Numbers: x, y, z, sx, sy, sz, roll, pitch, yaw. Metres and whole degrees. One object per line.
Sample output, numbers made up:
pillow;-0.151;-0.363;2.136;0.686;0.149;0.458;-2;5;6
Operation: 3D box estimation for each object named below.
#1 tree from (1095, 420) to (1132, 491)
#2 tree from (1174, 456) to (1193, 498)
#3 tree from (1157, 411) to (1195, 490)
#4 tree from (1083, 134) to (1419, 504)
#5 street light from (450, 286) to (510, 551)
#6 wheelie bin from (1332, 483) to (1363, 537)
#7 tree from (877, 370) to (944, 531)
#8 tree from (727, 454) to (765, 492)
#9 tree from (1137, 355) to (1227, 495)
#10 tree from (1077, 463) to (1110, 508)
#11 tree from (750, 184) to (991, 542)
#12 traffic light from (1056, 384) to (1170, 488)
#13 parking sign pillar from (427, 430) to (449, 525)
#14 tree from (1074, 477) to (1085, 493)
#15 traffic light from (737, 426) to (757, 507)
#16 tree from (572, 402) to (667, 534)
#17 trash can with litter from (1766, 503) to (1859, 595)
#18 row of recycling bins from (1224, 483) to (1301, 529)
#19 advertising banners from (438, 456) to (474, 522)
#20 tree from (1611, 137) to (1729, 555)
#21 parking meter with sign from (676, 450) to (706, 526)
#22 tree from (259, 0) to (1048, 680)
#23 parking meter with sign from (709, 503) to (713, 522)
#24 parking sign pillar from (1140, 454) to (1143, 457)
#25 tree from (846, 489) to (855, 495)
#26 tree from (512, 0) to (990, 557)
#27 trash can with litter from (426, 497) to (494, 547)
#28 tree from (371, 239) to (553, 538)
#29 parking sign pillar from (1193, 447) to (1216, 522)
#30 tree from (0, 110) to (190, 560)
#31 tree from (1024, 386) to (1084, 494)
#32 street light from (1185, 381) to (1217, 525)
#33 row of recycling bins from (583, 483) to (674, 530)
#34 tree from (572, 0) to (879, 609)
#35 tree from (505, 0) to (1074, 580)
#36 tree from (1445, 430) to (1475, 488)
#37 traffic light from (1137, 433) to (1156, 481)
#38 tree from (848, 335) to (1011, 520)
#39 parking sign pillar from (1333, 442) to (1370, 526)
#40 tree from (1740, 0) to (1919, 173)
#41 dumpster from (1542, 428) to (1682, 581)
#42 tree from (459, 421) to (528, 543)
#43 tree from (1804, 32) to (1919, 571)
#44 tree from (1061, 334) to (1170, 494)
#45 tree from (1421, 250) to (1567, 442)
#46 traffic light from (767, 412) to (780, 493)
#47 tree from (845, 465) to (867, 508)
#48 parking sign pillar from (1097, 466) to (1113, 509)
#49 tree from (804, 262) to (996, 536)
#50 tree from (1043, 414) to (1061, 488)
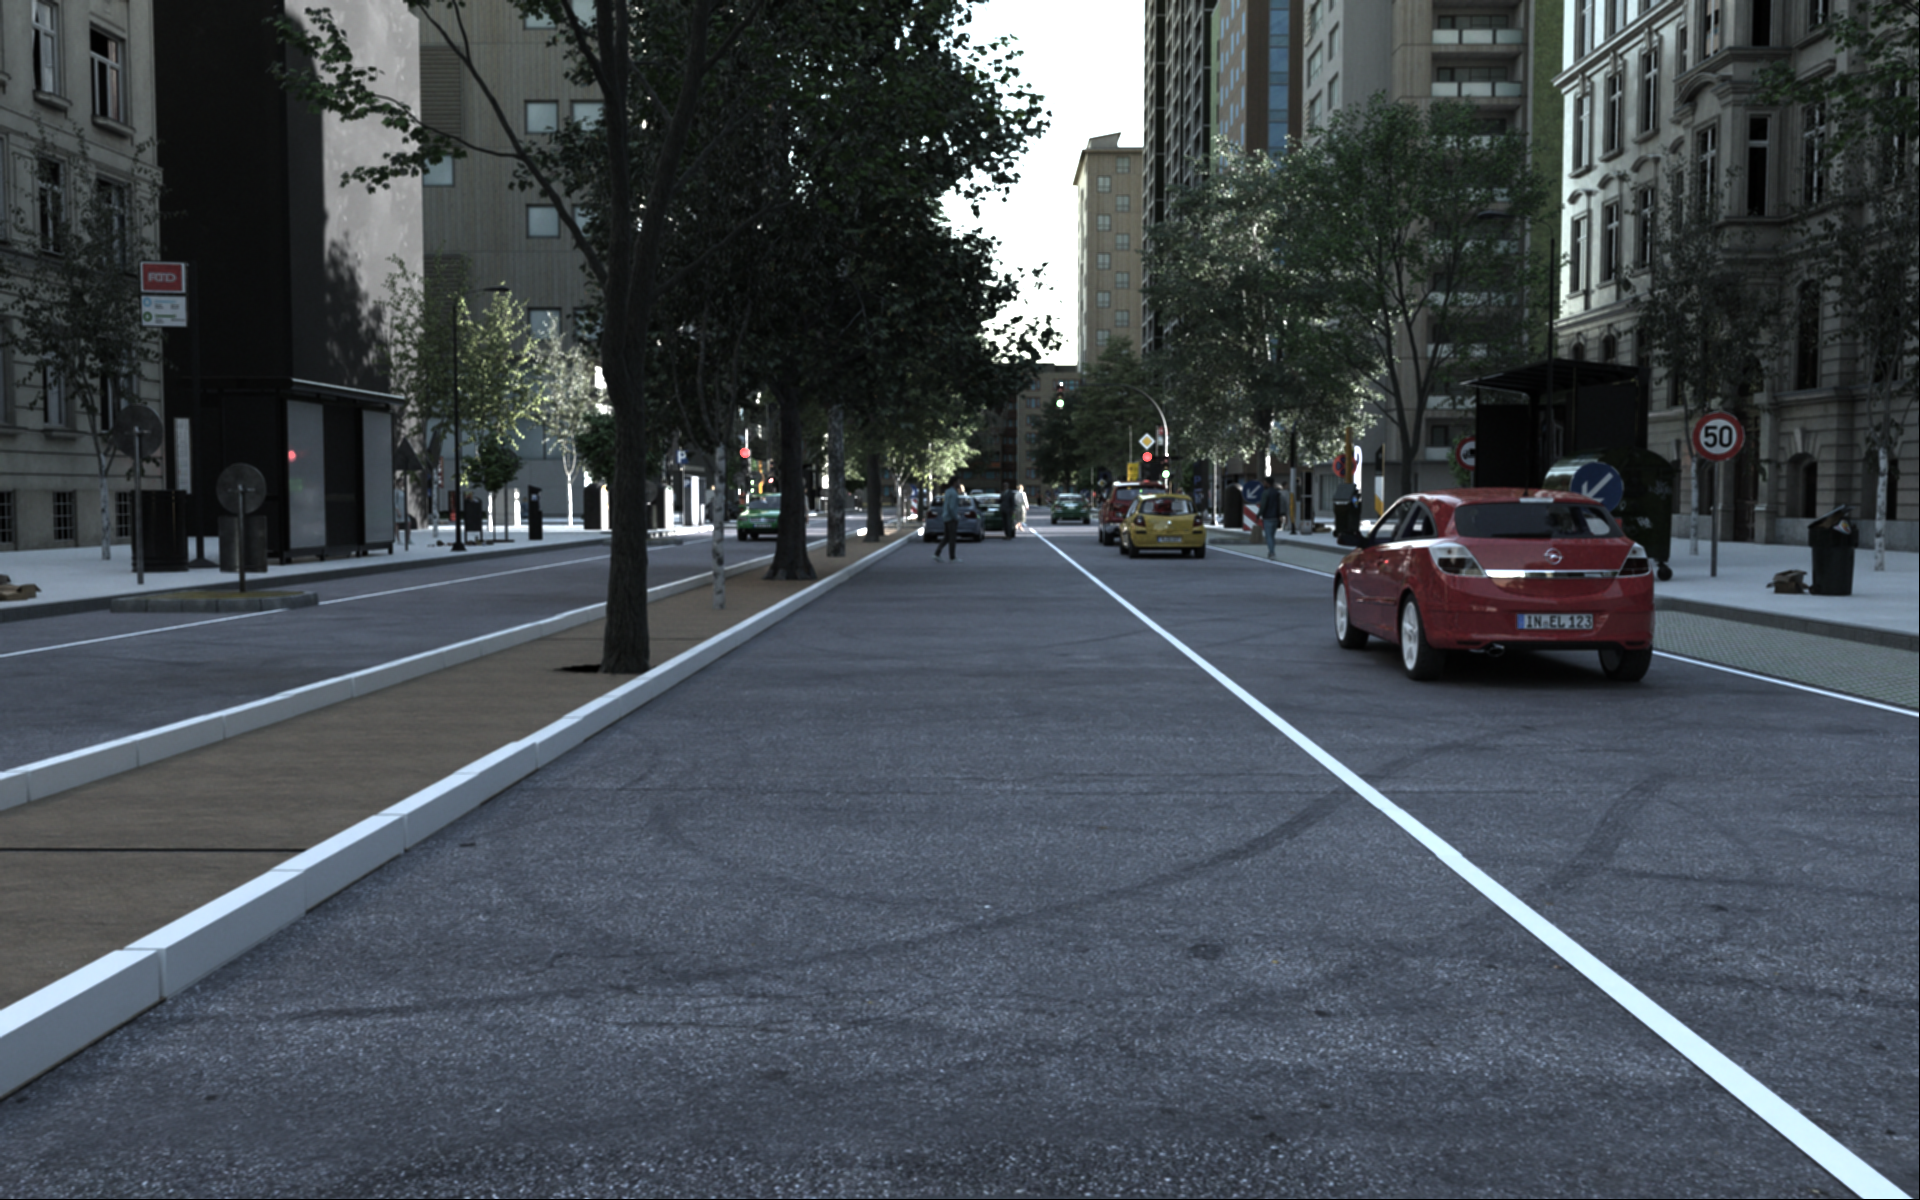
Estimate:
tree;12.579;-11.652;140.880;4.360;8.622;3.978;0;3;0
tree;11.019;-5.441;83.561;1.663;3.219;1.824;0;3;0
tree;18.032;-11.703;141.700;4.737;8.622;4.395;0;3;0
tree;10.998;-9.488;61.787;9.857;13.997;8.962;0;3;0
street light;-10.758;-4.055;38.839;1.470;5.913;1.316;0;4;1
wheelie bin;11.420;-2.642;51.103;0.693;1.594;0.980;-3;5;-42
tree;-2.325;-6.973;66.829;4.737;8.622;4.395;0;3;0
tree;-16.079;-8.806;127.695;4.285;4.588;4.351;0;3;0
tree;11.643;-8.490;89.177;4.360;8.622;3.978;0;3;0
tree;12.549;-10.874;161.508;4.285;4.588;4.351;0;3;0
tree;-2.711;-8.014;51.607;7.486;12.596;7.792;0;3;0
traffic light;6.331;-5.914;71.364;4.771;5.953;1.251;0;4;1
parking sign pillar;-22.070;-5.116;72.125;1.447;3.967;1.447;0;4;-4
tree;12.415;-11.094;175.991;1.663;3.219;1.824;0;3;0
traffic light;-8.836;-5.064;71.714;0.839;4.253;0.868;0;4;1
tree;-11.090;-4.469;56.789;4.285;4.588;4.351;0;3;0
trash can with litter;10.877;-0.656;22.111;1.055;1.170;0.624;3;5;44
row of recycling bins;11.459;-3.544;65.052;3.534;1.692;1.069;3;5;40
advertising banners;-23.534;-5.156;80.492;0.090;3.025;2.074;3;5;45
tree;15.415;-5.232;35.903;4.360;8.622;3.978;0;3;0
parking meter with sign;-10.742;-4.461;69.202;0.543;3.016;1.738;1;4;14
tree;-2.568;-5.211;13.415;9.928;11.665;9.643;0;3;0
parking meter with sign;-11.994;-5.084;79.383;1.738;3.016;0.543;0;4;-1
parking sign pillar;11.879;-7.816;116.262;1.447;3.967;1.447;2;4;30
tree;-10.469;-10.777;170.805;1.663;3.219;1.824;0;3;0
tree;-4.027;-11.096;39.761;12.611;20.169;13.585;0;3;0
trash can with litter;-12.522;-1.967;43.213;1.678;1.210;2.233;2;4;33
tree;-15.395;-6.159;51.065;4.737;8.622;4.395;0;3;0
parking sign pillar;11.256;-5.653;80.901;1.447;3.967;1.447;1;4;22
tree;-16.745;-5.078;33.384;4.360;8.622;3.978;0;3;0
tree;12.397;-18.020;201.278;9.857;13.997;8.962;0;3;0
street light;9.905;-6.028;71.094;1.470;5.913;1.316;0;4;1
row of recycling bins;-12.133;-3.439;63.338;3.534;1.692;1.069;-3;5;-41
tree;-3.000;-4.197;21.438;4.360;8.622;3.978;0;3;0
tree;-2.823;-6.686;28.780;9.611;12.733;9.660;0;3;0
tree;24.457;-5.980;81.490;4.285;4.588;4.351;0;3;0
traffic light;8.543;-5.537;79.458;0.839;4.253;0.868;0;4;1
tree;-1.710;-12.347;114.697;12.009;13.543;11.850;0;3;0
parking sign pillar;16.014;-5.032;70.739;1.447;3.967;1.447;2;4;27
tree;10.202;-5.423;14.428;9.928;11.665;9.643;0;3;0
dumpster;9.888;-1.458;26.335;1.502;2.255;1.985;0;4;1
tree;-12.593;-3.160;46.266;1.663;3.219;1.824;0;3;0
tree;15.558;-4.784;28.585;4.360;8.622;3.978;0;3;0
tree;11.444;-12.573;123.699;7.486;12.596;7.792;0;3;0
tree;15.910;-6.156;51.006;4.360;8.622;3.978;0;3;0
traffic light;-6.624;-6.424;79.703;4.771;5.953;1.251;0;4;1
tree;-9.826;-10.919;162.244;4.285;4.588;4.351;0;3;0
parking sign pillar;12.348;-9.700;147.059;1.447;3.967;1.447;-1;4;-11
tree;-2.700;-7.488;59.297;8.767;10.594;7.601;0;4;1
tree;14.435;-19.132;230.927;7.486;12.596;7.792;0;3;0
